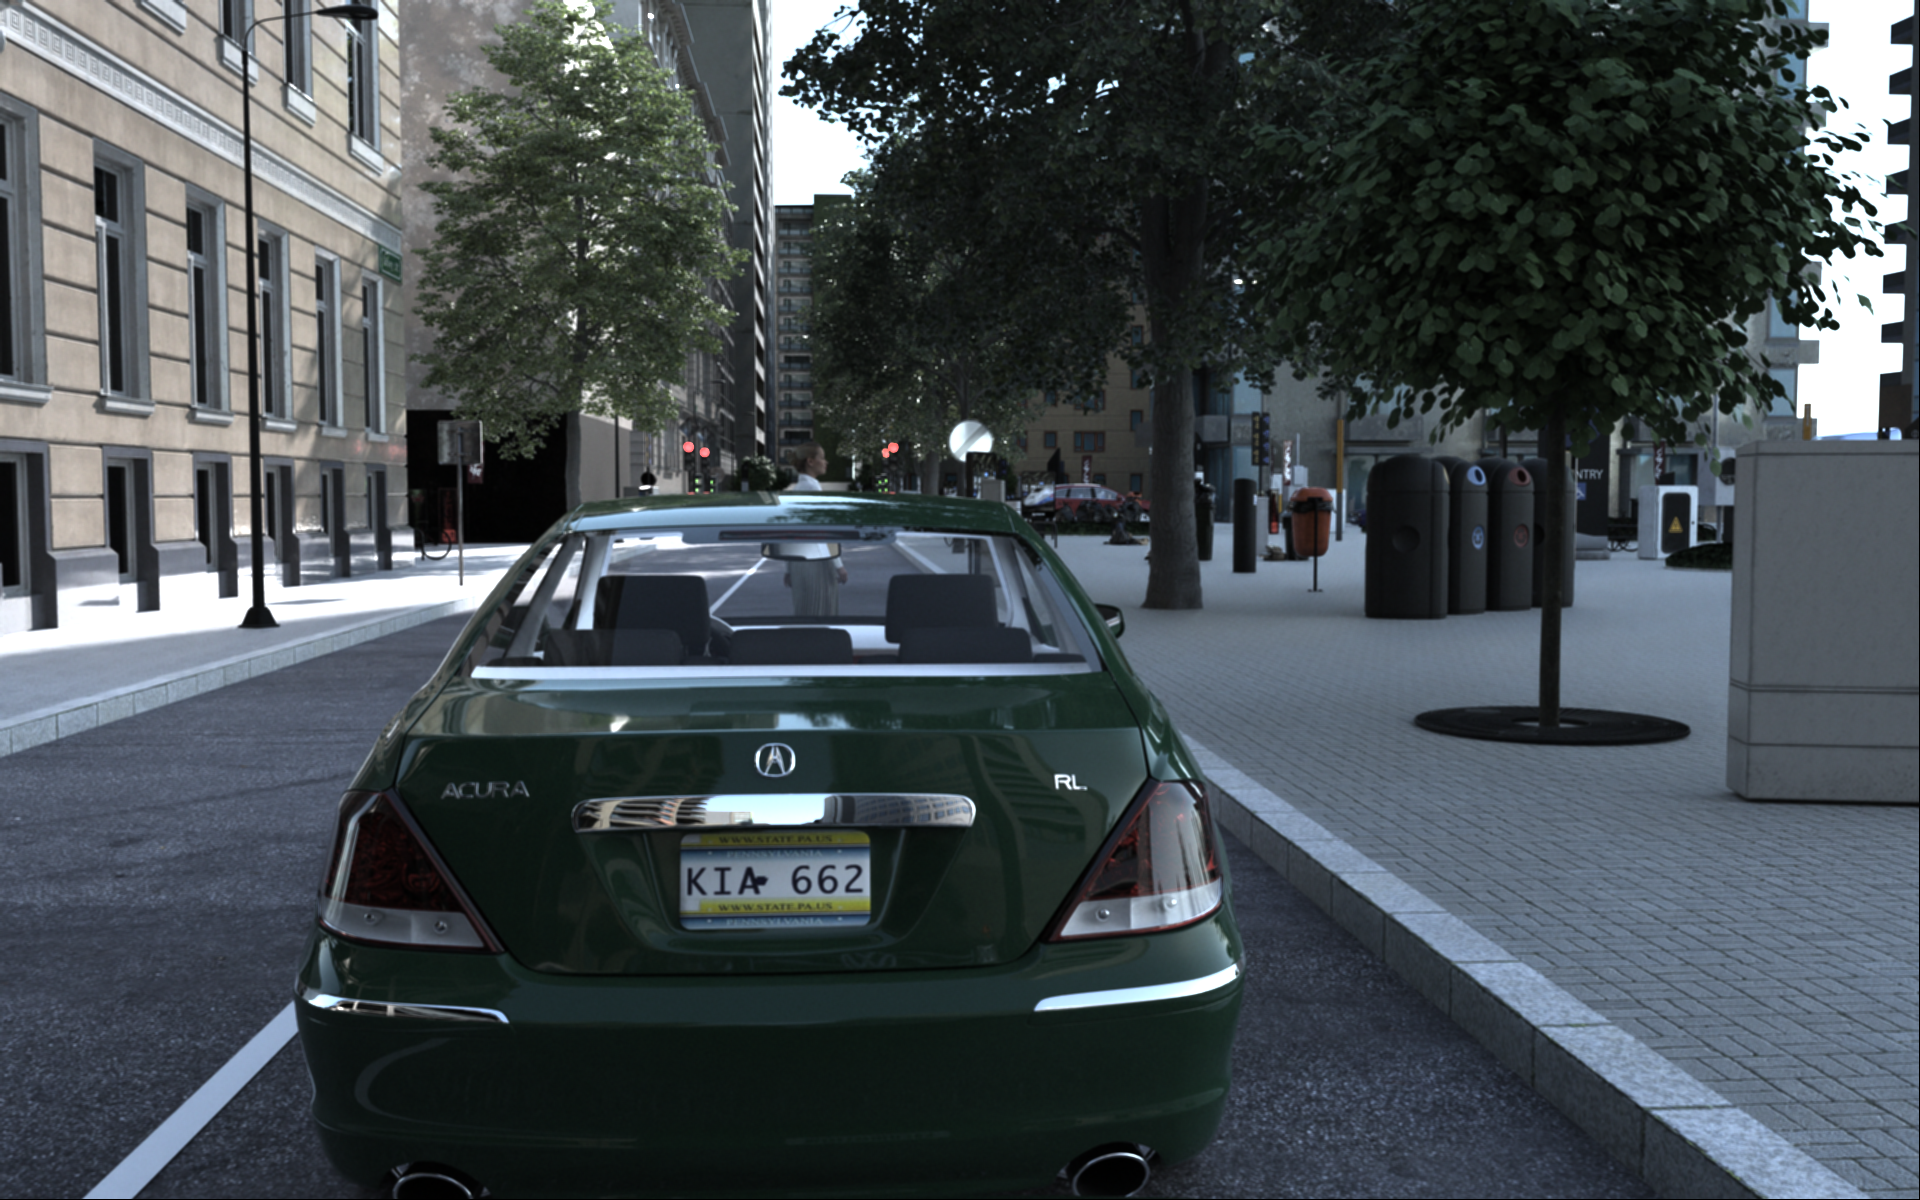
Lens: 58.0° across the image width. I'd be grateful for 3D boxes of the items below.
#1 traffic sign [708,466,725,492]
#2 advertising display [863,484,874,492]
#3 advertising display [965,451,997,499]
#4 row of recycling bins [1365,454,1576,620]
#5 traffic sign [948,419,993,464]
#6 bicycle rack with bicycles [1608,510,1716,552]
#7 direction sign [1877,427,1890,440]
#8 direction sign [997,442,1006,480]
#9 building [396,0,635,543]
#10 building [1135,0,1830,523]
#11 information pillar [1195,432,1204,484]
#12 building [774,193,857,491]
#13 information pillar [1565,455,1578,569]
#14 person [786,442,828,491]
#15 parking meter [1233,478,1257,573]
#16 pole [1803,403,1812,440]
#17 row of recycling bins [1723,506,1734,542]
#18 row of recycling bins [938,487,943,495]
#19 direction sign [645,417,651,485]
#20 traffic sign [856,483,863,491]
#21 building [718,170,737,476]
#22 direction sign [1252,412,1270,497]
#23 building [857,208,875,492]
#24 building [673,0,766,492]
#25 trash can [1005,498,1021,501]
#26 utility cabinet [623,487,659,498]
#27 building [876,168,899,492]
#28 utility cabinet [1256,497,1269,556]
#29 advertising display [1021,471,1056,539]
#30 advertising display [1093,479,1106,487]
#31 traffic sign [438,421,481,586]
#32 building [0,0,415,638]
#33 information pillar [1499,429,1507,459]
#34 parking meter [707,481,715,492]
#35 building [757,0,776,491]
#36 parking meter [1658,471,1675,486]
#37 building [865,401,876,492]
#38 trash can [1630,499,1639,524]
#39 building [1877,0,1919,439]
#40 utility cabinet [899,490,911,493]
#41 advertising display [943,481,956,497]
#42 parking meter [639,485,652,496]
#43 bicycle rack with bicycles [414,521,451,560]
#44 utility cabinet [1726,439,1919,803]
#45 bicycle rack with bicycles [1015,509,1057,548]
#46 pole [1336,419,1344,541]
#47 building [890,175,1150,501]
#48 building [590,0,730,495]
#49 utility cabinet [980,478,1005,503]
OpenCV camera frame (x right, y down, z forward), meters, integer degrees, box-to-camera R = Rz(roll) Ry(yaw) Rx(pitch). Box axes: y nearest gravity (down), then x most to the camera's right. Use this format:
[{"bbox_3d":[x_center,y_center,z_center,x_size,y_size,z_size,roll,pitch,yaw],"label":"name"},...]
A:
[{"bbox_3d":[-11.166,-4.856,79.501,0.768,2.556,0.104,0,4,2],"label":"traffic sign"},{"bbox_3d":[-5.864,-6.458,110.803,0.123,1.923,0.974,3,4,37],"label":"advertising display"},{"bbox_3d":[0.327,-1.300,26.469,0.123,1.923,0.974,1,4,23],"label":"advertising display"},{"bbox_3d":[5.596,-0.726,18.983,3.534,1.692,1.069,-3,5,-43],"label":"row of recycling bins"},{"bbox_3d":[0.181,-1.806,29.631,0.768,2.556,0.104,0,4,-1],"label":"traffic sign"},{"bbox_3d":[14.856,-1.512,38.111,2.925,0.926,2.852,3,5,39],"label":"bicycle rack with bicycles"},{"bbox_3d":[31.520,-4.110,59.189,0.379,3.537,0.876,0,4,5],"label":"direction sign"},{"bbox_3d":[1.716,-5.029,74.221,0.379,3.537,0.876,-3,4,-36],"label":"direction sign"},{"bbox_3d":[-19.108,-11.309,52.353,16.811,18.784,16.820,0,4,-4],"label":"building"},{"bbox_3d":[23.813,-28.444,84.665,30.456,49.044,23.786,0,4,-4],"label":"building"},{"bbox_3d":[8.979,-4.512,65.126,0.183,3.616,0.504,3,5,40],"label":"information pillar"},{"bbox_3d":[-21.652,-33.880,237.526,14.086,41.232,14.154,0,4,-4],"label":"building"},{"bbox_3d":[10.374,-1.545,29.755,0.304,2.012,0.304,-1,4,-17],"label":"information pillar"},{"bbox_3d":[-1.102,-0.211,12.171,0.641,1.798,0.478,-1,4,-11],"label":"person"},{"bbox_3d":[4.659,-1.218,28.325,0.372,1.533,0.369,0,3,0],"label":"parking meter"},{"bbox_3d":[18.974,-2.753,38.861,0.158,3.312,0.155,0,3,0],"label":"pole"},{"bbox_3d":[20.509,-2.197,43.035,1.069,1.692,3.534,-2,4,-26],"label":"row of recycling bins"},{"bbox_3d":[0.416,-5.619,98.989,3.534,1.692,1.069,-1,4,-10],"label":"row of recycling bins"},{"bbox_3d":[-9.032,-3.559,50.187,0.379,3.537,0.876,0,4,-1],"label":"direction sign"},{"bbox_3d":[-8.145,-8.635,141.290,0.768,2.556,0.104,0,4,-2],"label":"traffic sign"},{"bbox_3d":[-24.535,-20.544,129.408,14.314,27.812,24.014,0,4,-4],"label":"building"},{"bbox_3d":[8.312,-3.422,47.946,0.379,3.537,0.876,3,5,40],"label":"direction sign"},{"bbox_3d":[-7.595,-33.935,238.430,14.086,41.232,14.154,0,4,-4],"label":"building"},{"bbox_3d":[-28.672,-32.501,155.088,21.300,48.544,21.600,0,4,-4],"label":"building"},{"bbox_3d":[2.191,-3.654,71.391,0.748,1.137,0.748,0,3,0],"label":"trash can"},{"bbox_3d":[-9.689,-2.695,52.738,1.173,1.500,0.318,2,4,31],"label":"utility cabinet"},{"bbox_3d":[-0.646,-23.487,155.721,14.160,30.474,14.107,0,4,-4],"label":"building"},{"bbox_3d":[6.164,-1.537,36.300,0.306,1.237,1.020,0,4,-8],"label":"utility cabinet"},{"bbox_3d":[2.206,-2.672,48.902,0.974,1.923,0.123,0,4,-6],"label":"advertising display"},{"bbox_3d":[6.184,-4.390,76.988,0.123,1.923,0.974,2,4,34],"label":"advertising display"},{"bbox_3d":[-6.969,-1.347,24.151,0.606,2.300,0.079,0,4,2],"label":"traffic sign"},{"bbox_3d":[-15.146,-14.299,19.694,13.634,28.700,20.117,0,4,-4],"label":"building"},{"bbox_3d":[12.814,-3.029,40.886,0.183,3.616,0.504,0,4,5],"label":"information pillar"},{"bbox_3d":[-10.647,-4.166,73.824,0.399,1.863,0.255,-2,4,-30],"label":"parking meter"},{"bbox_3d":[-32.909,-47.077,207.964,20.611,71.187,20.563,0,4,-4],"label":"building"},{"bbox_3d":[18.182,-2.381,44.647,0.399,1.863,0.255,1,4,11],"label":"parking meter"},{"bbox_3d":[4.601,-20.397,178.531,27.650,21.520,28.899,0,4,-4],"label":"building"},{"bbox_3d":[21.682,-2.661,55.158,0.748,1.137,0.748,0,3,0],"label":"trash can"},{"bbox_3d":[54.503,-26.358,81.061,14.200,45.320,14.600,0,4,-4],"label":"building"},{"bbox_3d":[-3.362,-5.632,100.759,1.173,1.500,0.318,-3,5,-44],"label":"utility cabinet"},{"bbox_3d":[-0.324,-4.867,84.793,0.974,1.923,0.123,0,4,7],"label":"advertising display"},{"bbox_3d":[-8.818,-2.459,48.618,0.372,1.533,0.369,0,3,0],"label":"parking meter"},{"bbox_3d":[-11.489,-1.189,32.817,2.925,0.926,2.852,0,4,7],"label":"bicycle rack with bicycles"},{"bbox_3d":[3.861,0.091,7.199,1.173,1.500,0.318,1,4,9],"label":"utility cabinet"},{"bbox_3d":[1.092,-1.722,41.537,2.852,0.926,2.925,-1,4,-17],"label":"bicycle rack with bicycles"},{"bbox_3d":[10.396,-3.277,47.418,0.158,3.312,0.155,0,3,0],"label":"pole"},{"bbox_3d":[9.470,-16.653,117.311,27.650,21.520,28.899,0,4,-4],"label":"building"},{"bbox_3d":[-21.513,-19.451,105.416,14.401,28.519,23.554,0,4,-4],"label":"building"},{"bbox_3d":[0.475,-0.962,24.404,0.318,1.500,1.173,0,4,4],"label":"utility cabinet"}]
